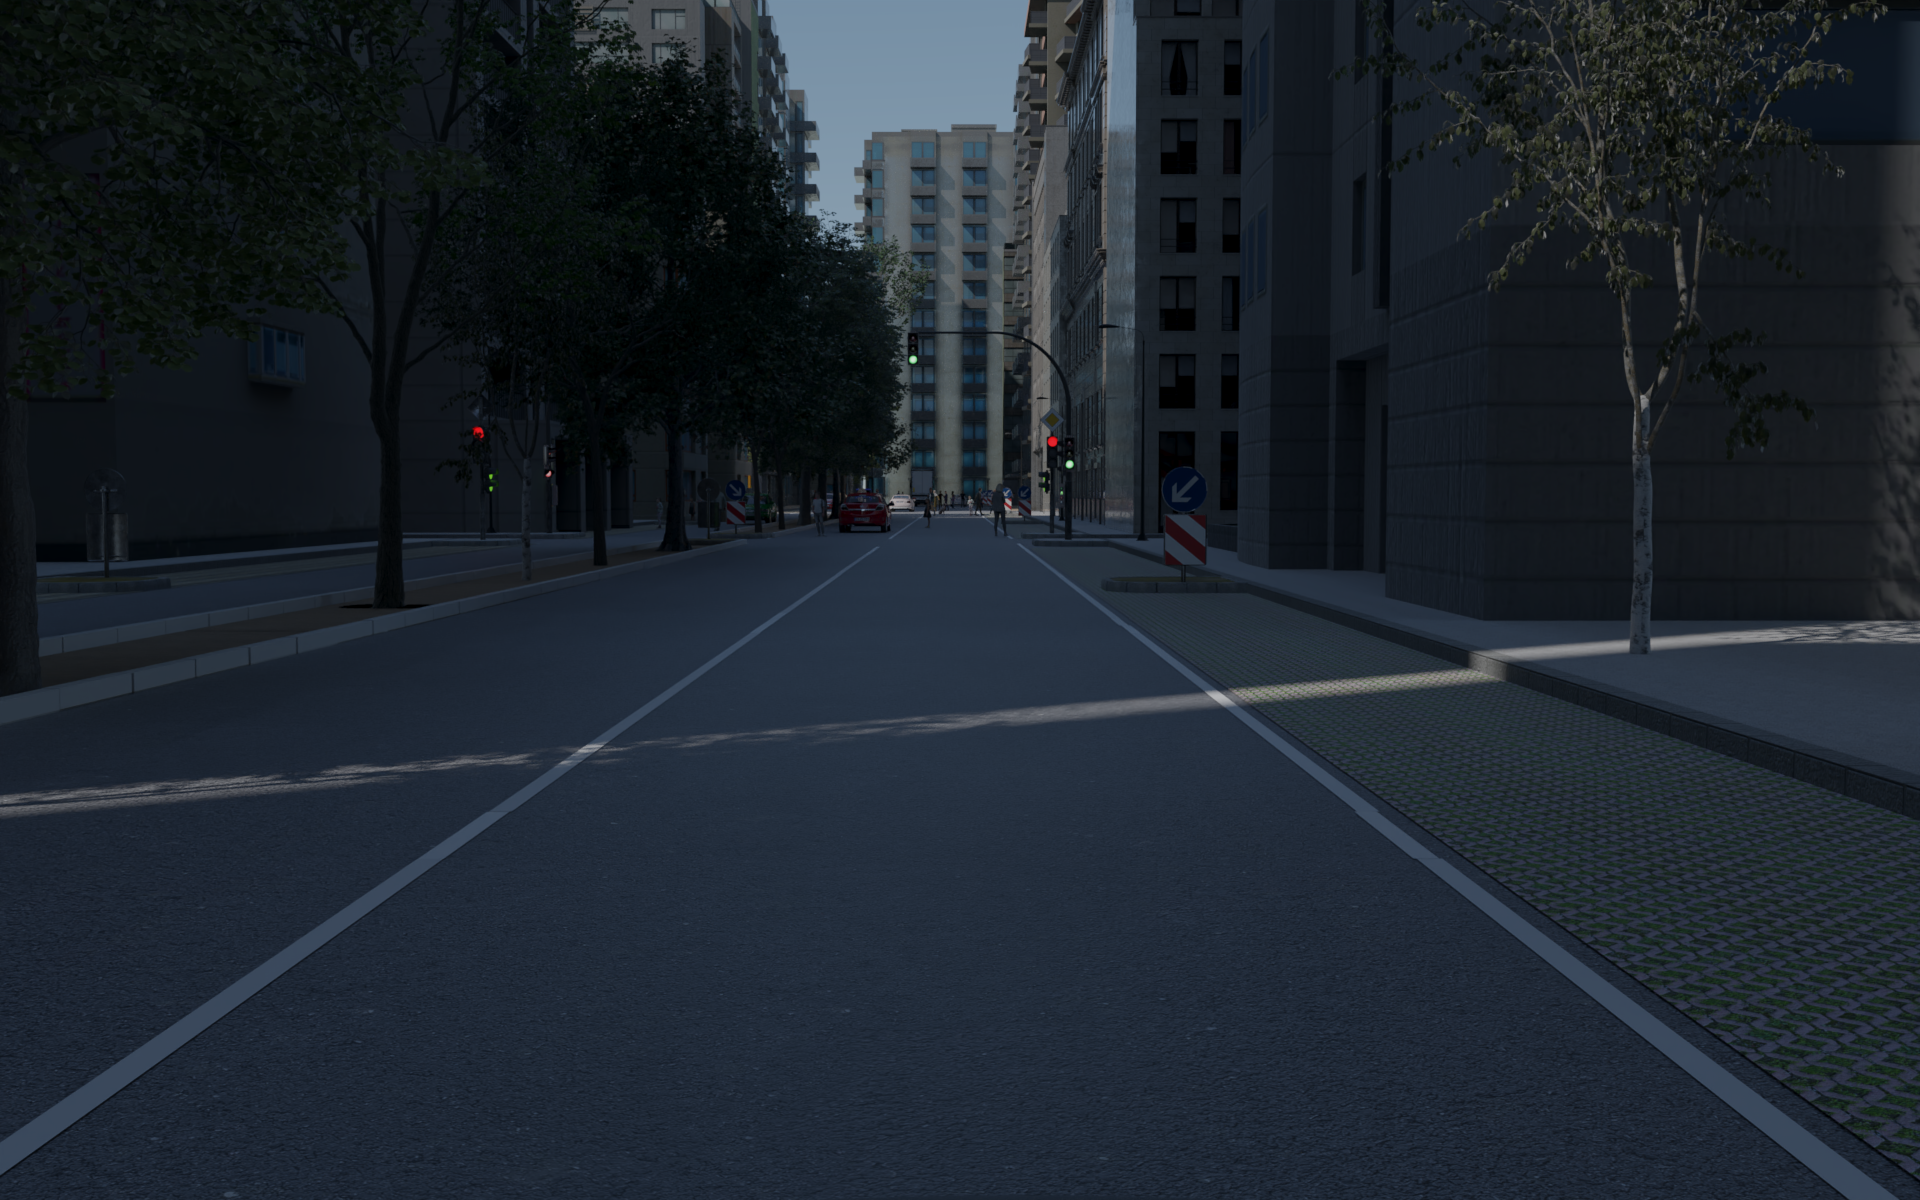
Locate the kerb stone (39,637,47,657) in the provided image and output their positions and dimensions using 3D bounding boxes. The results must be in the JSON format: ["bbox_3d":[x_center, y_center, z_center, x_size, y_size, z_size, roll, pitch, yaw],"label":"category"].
[{"bbox_3d":[-8.107,0.439,15.025,0.120,0.150,1.000,0,4,0],"label":"kerb stone"}]

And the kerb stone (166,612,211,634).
[{"bbox_3d":[-8.127,0.251,18.091,0.120,0.150,1.000,0,4,0],"label":"kerb stone"}]

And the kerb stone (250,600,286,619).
[{"bbox_3d":[-8.124,0.126,20.135,0.120,0.150,1.000,0,4,0],"label":"kerb stone"}]

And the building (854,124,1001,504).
[{"bbox_3d":[1.691,-37.149,226.996,30.456,49.044,23.786,0,4,0],"label":"building"}]

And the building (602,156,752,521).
[{"bbox_3d":[-27.583,-15.580,99.774,27.650,21.520,28.899,0,4,0],"label":"building"}]

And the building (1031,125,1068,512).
[{"bbox_3d":[11.468,-18.547,121.270,12.078,24.808,19.932,0,4,0],"label":"building"}]

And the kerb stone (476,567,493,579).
[{"bbox_3d":[-8.154,-0.435,29.361,0.120,0.150,1.000,0,4,0],"label":"kerb stone"}]

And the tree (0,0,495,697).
[{"bbox_3d":[-6.888,-5.616,12.399,7.486,12.596,7.792,0,3,0],"label":"tree"}]

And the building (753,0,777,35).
[{"bbox_3d":[-27.604,-33.057,160.093,23.786,49.044,30.456,0,4,0],"label":"building"}]

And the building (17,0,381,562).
[{"bbox_3d":[-26.326,-25.181,35.404,21.600,48.544,21.300,0,4,0],"label":"building"}]

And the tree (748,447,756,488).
[{"bbox_3d":[-16.617,-10.885,128.335,4.737,8.622,4.395,0,3,0],"label":"tree"}]

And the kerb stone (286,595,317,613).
[{"bbox_3d":[-8.129,0.064,21.157,0.120,0.150,1.000,0,4,0],"label":"kerb stone"}]

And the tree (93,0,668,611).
[{"bbox_3d":[-7.038,-5.688,21.217,9.928,11.665,9.643,0,3,0],"label":"tree"}]

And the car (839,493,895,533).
[{"bbox_3d":[-3.576,-3.466,65.705,2.155,1.783,4.494,0,4,1],"label":"car"}]

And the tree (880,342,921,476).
[{"bbox_3d":[-7.032,-10.920,98.012,9.611,12.733,9.660,0,3,0],"label":"tree"}]

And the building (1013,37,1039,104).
[{"bbox_3d":[16.750,-34.112,177.334,23.786,49.044,30.456,0,4,0],"label":"building"}]

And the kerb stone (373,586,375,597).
[{"bbox_3d":[-8.139,-0.124,24.242,0.120,0.150,1.000,0,4,0],"label":"kerb stone"}]

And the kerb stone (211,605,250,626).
[{"bbox_3d":[-8.123,0.189,19.113,0.120,0.150,1.000,0,4,0],"label":"kerb stone"}]

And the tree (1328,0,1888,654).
[{"bbox_3d":[5.282,-3.863,13.519,4.360,8.622,3.978,0,3,0],"label":"tree"}]

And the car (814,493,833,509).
[{"bbox_3d":[-10.914,-8.179,142.773,2.155,1.783,4.494,0,3,0],"label":"car"}]

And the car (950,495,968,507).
[{"bbox_3d":[-0.149,-11.373,198.303,2.083,1.381,4.827,0,4,2],"label":"car"}]

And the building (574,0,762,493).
[{"bbox_3d":[-23.729,-27.799,138.116,14.154,41.232,14.086,0,4,0],"label":"building"}]

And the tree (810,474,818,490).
[{"bbox_3d":[-15.913,-14.089,180.725,4.360,8.622,3.978,0,3,0],"label":"tree"}]

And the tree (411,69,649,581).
[{"bbox_3d":[-7.158,-4.631,28.539,4.360,8.622,3.978,0,3,0],"label":"tree"}]

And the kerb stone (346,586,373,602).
[{"bbox_3d":[-8.131,-0.062,23.215,0.120,0.150,1.000,0,4,0],"label":"kerb stone"}]

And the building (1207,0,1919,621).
[{"bbox_3d":[15.739,-29.832,29.761,21.231,58.520,28.212,0,4,0],"label":"building"}]

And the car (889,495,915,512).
[{"bbox_3d":[-4.673,-7.781,139.576,2.083,1.381,4.827,0,4,2],"label":"car"}]

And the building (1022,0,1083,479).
[{"bbox_3d":[16.582,-30.134,147.321,22.147,44.769,28.867,0,4,0],"label":"building"}]

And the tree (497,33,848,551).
[{"bbox_3d":[-7.127,-7.566,43.174,9.611,12.733,9.660,0,3,0],"label":"tree"}]

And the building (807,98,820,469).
[{"bbox_3d":[-31.330,-35.195,195.046,30.456,49.044,23.786,0,4,0],"label":"building"}]

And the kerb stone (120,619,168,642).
[{"bbox_3d":[-8.118,0.314,17.069,0.120,0.150,1.000,0,4,0],"label":"kerb stone"}]

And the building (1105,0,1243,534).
[{"bbox_3d":[13.996,-12.593,60.641,16.860,20.320,10.420,0,4,0],"label":"building"}]

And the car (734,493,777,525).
[{"bbox_3d":[-9.753,-4.505,82.459,1.959,1.807,4.718,0,4,-1],"label":"car"}]

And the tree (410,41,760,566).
[{"bbox_3d":[-7.144,-5.974,34.549,8.767,10.594,7.601,0,4,0],"label":"tree"}]

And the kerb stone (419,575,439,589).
[{"bbox_3d":[-8.150,-0.246,26.290,0.120,0.150,1.000,0,4,0],"label":"kerb stone"}]

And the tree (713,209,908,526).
[{"bbox_3d":[-7.063,-10.343,78.220,9.857,13.997,8.962,0,3,0],"label":"tree"}]

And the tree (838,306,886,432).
[{"bbox_3d":[-6.949,-7.531,59.996,8.767,10.594,7.601,0,4,0],"label":"tree"}]

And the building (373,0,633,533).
[{"bbox_3d":[-23.824,-38.369,65.577,20.563,71.187,20.611,0,4,0],"label":"building"}]

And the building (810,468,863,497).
[{"bbox_3d":[-27.992,-23.501,229.276,28.899,21.520,27.650,0,4,0],"label":"building"}]

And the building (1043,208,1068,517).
[{"bbox_3d":[10.579,-15.186,103.041,10.420,20.320,16.860,0,4,0],"label":"building"}]

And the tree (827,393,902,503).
[{"bbox_3d":[-7.333,-11.384,106.715,7.486,12.596,7.792,0,3,0],"label":"tree"}]

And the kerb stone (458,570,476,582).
[{"bbox_3d":[-8.157,-0.376,28.339,0.120,0.150,1.000,0,4,0],"label":"kerb stone"}]

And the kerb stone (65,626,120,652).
[{"bbox_3d":[-8.110,0.376,16.047,0.120,0.150,1.000,0,4,0],"label":"kerb stone"}]

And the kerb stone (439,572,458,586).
[{"bbox_3d":[-8.157,-0.313,27.312,0.120,0.150,1.000,0,4,0],"label":"kerb stone"}]

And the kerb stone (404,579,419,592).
[{"bbox_3d":[-8.150,-0.188,25.268,0.120,0.150,1.000,0,4,0],"label":"kerb stone"}]

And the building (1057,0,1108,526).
[{"bbox_3d":[11.480,-17.408,81.887,12.463,27.353,25.104,0,4,0],"label":"building"}]

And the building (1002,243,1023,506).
[{"bbox_3d":[11.868,-26.209,200.213,14.160,30.474,14.107,0,4,0],"label":"building"}]

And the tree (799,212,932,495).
[{"bbox_3d":[-8.622,-15.796,116.608,12.611,20.169,13.585,0,3,0],"label":"tree"}]

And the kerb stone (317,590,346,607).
[{"bbox_3d":[-8.133,0.001,22.184,0.120,0.150,1.000,0,4,0],"label":"kerb stone"}]
